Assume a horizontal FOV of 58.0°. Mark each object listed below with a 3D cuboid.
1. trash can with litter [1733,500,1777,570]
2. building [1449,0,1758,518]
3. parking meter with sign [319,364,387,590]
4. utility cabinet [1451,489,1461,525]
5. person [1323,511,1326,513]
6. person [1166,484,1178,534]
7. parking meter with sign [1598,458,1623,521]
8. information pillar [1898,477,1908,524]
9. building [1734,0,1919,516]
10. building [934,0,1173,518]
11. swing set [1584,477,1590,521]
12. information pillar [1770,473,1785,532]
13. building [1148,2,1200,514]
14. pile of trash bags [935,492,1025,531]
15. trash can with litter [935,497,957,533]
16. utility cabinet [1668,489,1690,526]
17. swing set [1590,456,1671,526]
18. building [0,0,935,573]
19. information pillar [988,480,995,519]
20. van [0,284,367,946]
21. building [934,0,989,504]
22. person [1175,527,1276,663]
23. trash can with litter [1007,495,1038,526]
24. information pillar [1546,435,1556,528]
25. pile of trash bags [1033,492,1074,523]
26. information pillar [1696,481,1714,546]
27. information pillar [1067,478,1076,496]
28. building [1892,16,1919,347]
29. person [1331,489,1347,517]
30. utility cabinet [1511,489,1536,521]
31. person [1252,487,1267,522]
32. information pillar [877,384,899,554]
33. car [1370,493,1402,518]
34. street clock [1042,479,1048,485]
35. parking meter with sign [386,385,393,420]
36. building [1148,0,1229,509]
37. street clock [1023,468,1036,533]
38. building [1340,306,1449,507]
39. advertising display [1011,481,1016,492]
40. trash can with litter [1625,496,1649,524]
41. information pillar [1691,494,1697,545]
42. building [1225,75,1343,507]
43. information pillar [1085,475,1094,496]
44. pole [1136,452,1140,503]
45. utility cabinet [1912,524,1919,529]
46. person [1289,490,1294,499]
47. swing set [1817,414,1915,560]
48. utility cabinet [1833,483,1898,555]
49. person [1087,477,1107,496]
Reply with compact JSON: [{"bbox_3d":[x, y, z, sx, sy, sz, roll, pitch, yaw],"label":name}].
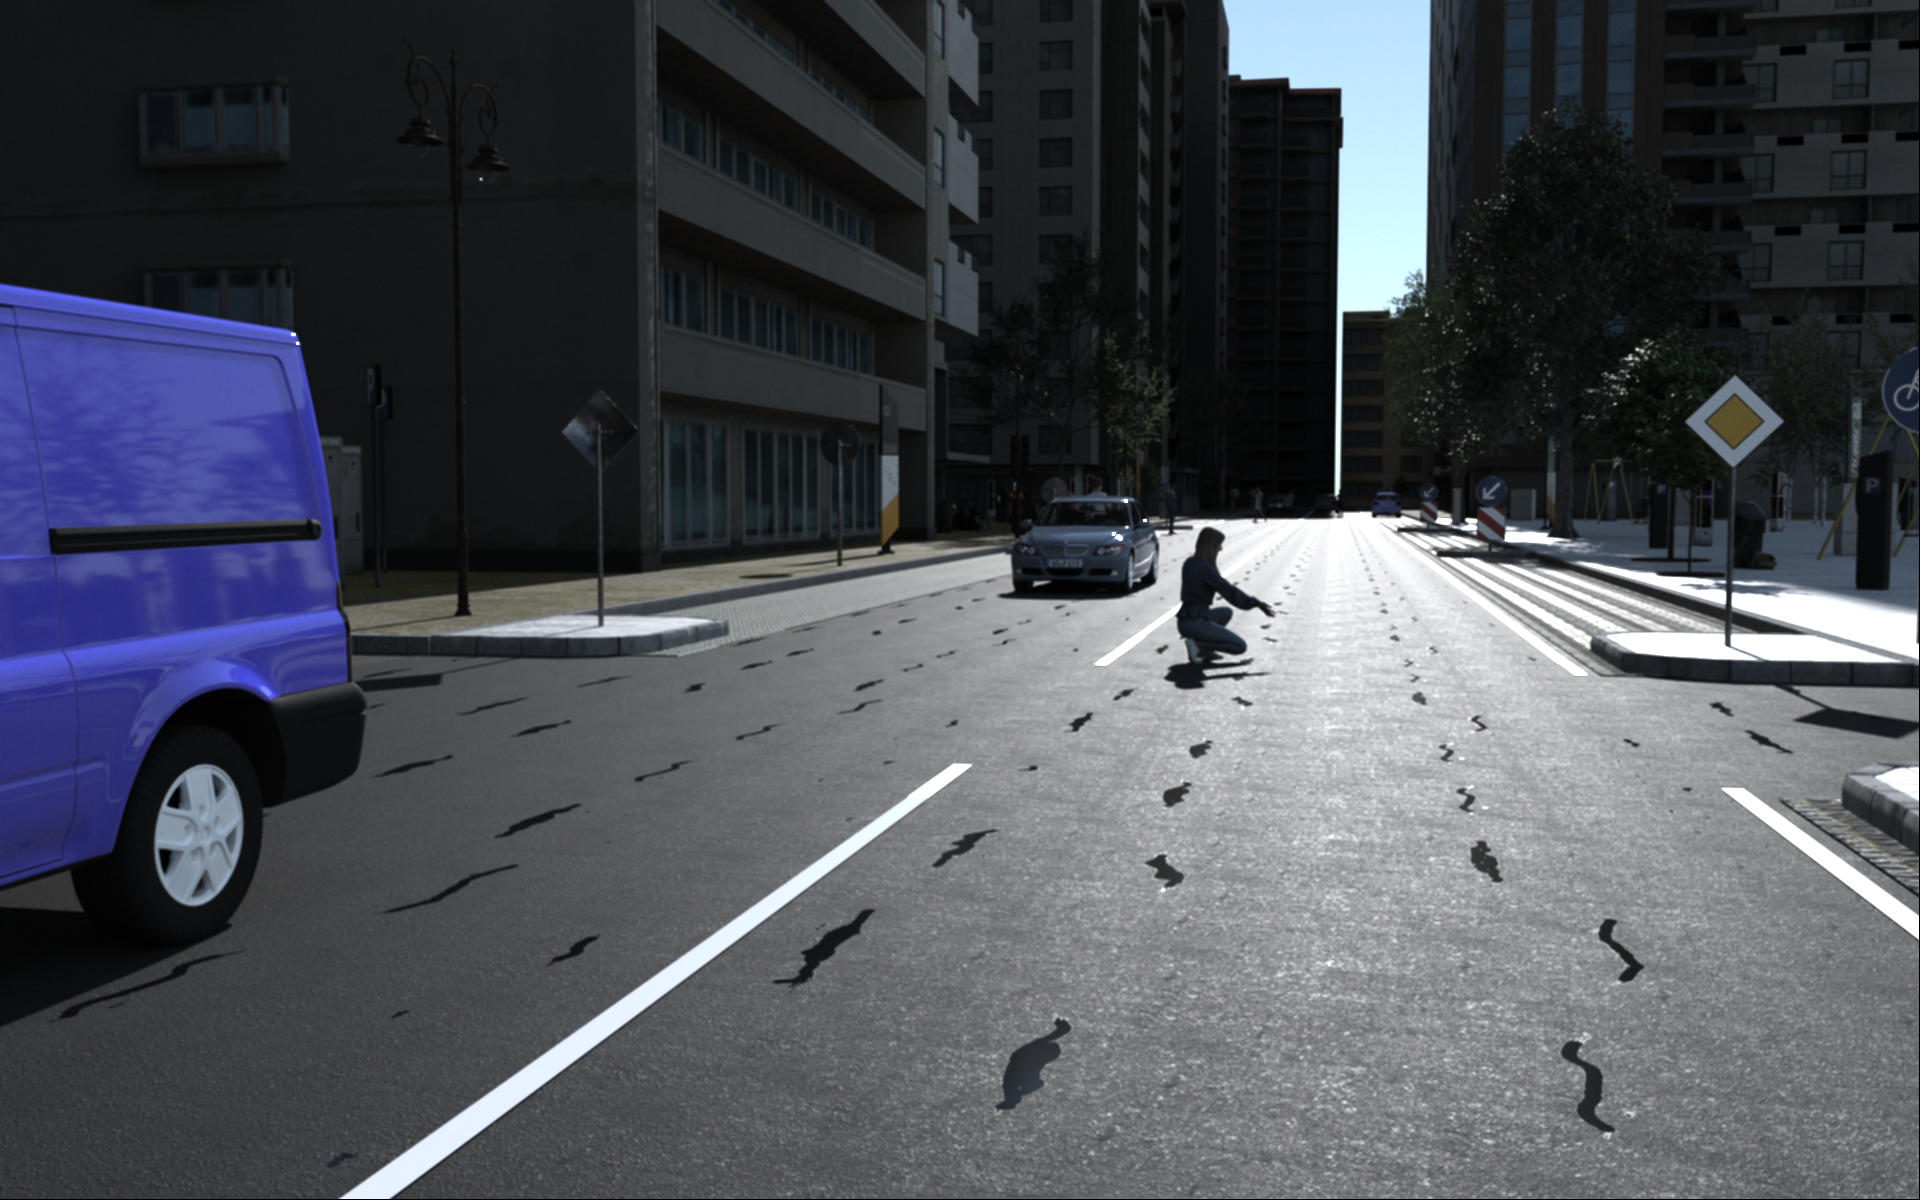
[{"bbox_3d":[13.736,-1.128,29.825,0.624,1.170,1.055,0,4,-4],"label":"trash can with litter"},{"bbox_3d":[35.686,-27.384,97.845,14.600,45.320,14.200,1,4,12],"label":"building"},{"bbox_3d":[-8.641,-1.641,23.097,1.738,3.016,0.543,-2,4,-31],"label":"parking meter with sign"},{"bbox_3d":[20.307,-3.807,70.931,0.318,1.500,1.173,1,4,12],"label":"utility cabinet"},{"bbox_3d":[28.314,-7.513,134.563,0.599,1.433,0.991,3,4,39],"label":"person"},{"bbox_3d":[7.620,-3.278,62.271,0.419,1.800,0.721,1,4,17],"label":"person"},{"bbox_3d":[30.896,-5.269,82.406,0.543,3.016,1.738,0,4,-3],"label":"parking meter with sign"},{"bbox_3d":[40.227,-4.241,73.831,0.304,2.012,0.304,0,4,2],"label":"information pillar"},{"bbox_3d":[46.761,-32.249,116.512,28.713,52.752,27.495,1,4,12],"label":"building"},{"bbox_3d":[4.375,-20.018,98.991,14.160,30.474,14.107,1,4,12],"label":"building"},{"bbox_3d":[30.516,-5.036,79.959,3.119,2.851,2.862,0,4,7],"label":"swing set"},{"bbox_3d":[27.884,-3.340,59.096,0.304,2.012,0.304,-2,4,-24],"label":"information pillar"},{"bbox_3d":[-0.069,-26.130,119.114,32.217,40.220,23.993,1,4,12],"label":"building"},{"bbox_3d":[0.550,-3.120,60.762,3.447,1.369,1.912,-1,4,-8],"label":"pile of trash bags"},{"bbox_3d":[-0.685,-2.788,56.971,1.055,1.170,0.624,-2,4,-34],"label":"trash can with litter"},{"bbox_3d":[28.477,-3.693,69.057,1.173,1.500,0.318,1,4,18],"label":"utility cabinet"},{"bbox_3d":[28.348,-4.527,71.637,3.119,2.851,2.862,-1,4,-8],"label":"swing set"},{"bbox_3d":[-13.346,-25.406,39.097,21.300,48.544,21.600,1,4,12],"label":"building"},{"bbox_3d":[1.666,-5.277,90.771,0.304,2.012,0.304,1,4,17],"label":"information pillar"},{"bbox_3d":[-3.647,0.018,4.086,2.240,2.365,5.245,1,4,11],"label":"van"},{"bbox_3d":[-14.511,-29.555,72.464,28.713,52.752,27.495,1,4,12],"label":"building"},{"bbox_3d":[2.195,-0.059,14.970,0.738,1.151,1.012,-1,4,-12],"label":"person"},{"bbox_3d":[2.663,-3.544,69.003,1.678,1.210,2.233,-2,4,-26],"label":"trash can with litter"},{"bbox_3d":[22.347,-4.532,65.445,0.183,3.616,0.504,-1,4,-12],"label":"information pillar"},{"bbox_3d":[3.627,-3.978,74.788,1.912,1.369,3.447,-3,5,-44],"label":"pile of trash bags"},{"bbox_3d":[18.333,-2.325,42.512,0.304,2.012,0.304,2,4,26],"label":"information pillar"},{"bbox_3d":[5.100,-4.592,79.578,0.304,2.012,0.304,-2,4,-29],"label":"information pillar"},{"bbox_3d":[79.224,-28.198,144.627,14.086,41.232,14.154,1,4,12],"label":"building"},{"bbox_3d":[23.354,-5.958,106.604,1.217,1.739,0.721,-2,4,-29],"label":"person"},{"bbox_3d":[26.898,-4.530,82.746,0.318,1.500,1.173,-3,4,-37],"label":"utility cabinet"},{"bbox_3d":[15.339,-4.900,88.710,0.778,1.811,0.616,1,4,16],"label":"person"},{"bbox_3d":[-1.532,-2.803,37.182,0.504,3.616,0.183,-3,5,-44],"label":"information pillar"},{"bbox_3d":[26.182,-5.919,106.363,1.945,1.707,3.694,1,4,12],"label":"car"},{"bbox_3d":[4.072,-4.785,82.798,0.358,2.002,0.471,1,4,20],"label":"street clock"},{"bbox_3d":[-9.891,-1.905,27.413,0.543,3.016,1.738,3,5,42],"label":"parking meter with sign"},{"bbox_3d":[12.827,-32.569,156.199,21.600,48.544,21.300,1,4,12],"label":"building"},{"bbox_3d":[1.963,-2.720,49.035,0.358,2.002,0.471,0,4,1],"label":"street clock"},{"bbox_3d":[54.768,-20.578,181.495,28.899,21.520,27.650,1,4,12],"label":"building"},{"bbox_3d":[2.778,-5.089,88.411,0.123,1.923,0.974,1,4,14],"label":"advertising display"},{"bbox_3d":[29.885,-3.890,74.660,2.233,1.210,1.678,3,4,37],"label":"trash can with litter"},{"bbox_3d":[18.559,-2.382,43.434,0.304,2.012,0.304,1,4,9],"label":"information pillar"},{"bbox_3d":[25.830,-32.418,184.660,28.867,44.769,22.147,1,4,12],"label":"building"},{"bbox_3d":[4.937,-3.771,66.147,0.304,2.012,0.304,-1,4,-11],"label":"information pillar"},{"bbox_3d":[8.571,-5.480,83.436,0.158,3.312,0.155,0,3,0],"label":"pole"},{"bbox_3d":[34.687,-3.258,61.952,1.173,1.500,0.318,2,4,26],"label":"utility cabinet"},{"bbox_3d":[24.689,-7.330,129.007,0.551,1.740,0.621,3,5,41],"label":"person"},{"bbox_3d":[18.876,-2.198,33.560,3.119,2.851,2.862,-2,4,-34],"label":"swing set"},{"bbox_3d":[18.937,-1.685,36.235,1.173,1.500,0.318,0,4,-3],"label":"utility cabinet"},{"bbox_3d":[2.726,-1.510,33.751,0.480,1.755,0.524,1,4,16],"label":"person"}]
